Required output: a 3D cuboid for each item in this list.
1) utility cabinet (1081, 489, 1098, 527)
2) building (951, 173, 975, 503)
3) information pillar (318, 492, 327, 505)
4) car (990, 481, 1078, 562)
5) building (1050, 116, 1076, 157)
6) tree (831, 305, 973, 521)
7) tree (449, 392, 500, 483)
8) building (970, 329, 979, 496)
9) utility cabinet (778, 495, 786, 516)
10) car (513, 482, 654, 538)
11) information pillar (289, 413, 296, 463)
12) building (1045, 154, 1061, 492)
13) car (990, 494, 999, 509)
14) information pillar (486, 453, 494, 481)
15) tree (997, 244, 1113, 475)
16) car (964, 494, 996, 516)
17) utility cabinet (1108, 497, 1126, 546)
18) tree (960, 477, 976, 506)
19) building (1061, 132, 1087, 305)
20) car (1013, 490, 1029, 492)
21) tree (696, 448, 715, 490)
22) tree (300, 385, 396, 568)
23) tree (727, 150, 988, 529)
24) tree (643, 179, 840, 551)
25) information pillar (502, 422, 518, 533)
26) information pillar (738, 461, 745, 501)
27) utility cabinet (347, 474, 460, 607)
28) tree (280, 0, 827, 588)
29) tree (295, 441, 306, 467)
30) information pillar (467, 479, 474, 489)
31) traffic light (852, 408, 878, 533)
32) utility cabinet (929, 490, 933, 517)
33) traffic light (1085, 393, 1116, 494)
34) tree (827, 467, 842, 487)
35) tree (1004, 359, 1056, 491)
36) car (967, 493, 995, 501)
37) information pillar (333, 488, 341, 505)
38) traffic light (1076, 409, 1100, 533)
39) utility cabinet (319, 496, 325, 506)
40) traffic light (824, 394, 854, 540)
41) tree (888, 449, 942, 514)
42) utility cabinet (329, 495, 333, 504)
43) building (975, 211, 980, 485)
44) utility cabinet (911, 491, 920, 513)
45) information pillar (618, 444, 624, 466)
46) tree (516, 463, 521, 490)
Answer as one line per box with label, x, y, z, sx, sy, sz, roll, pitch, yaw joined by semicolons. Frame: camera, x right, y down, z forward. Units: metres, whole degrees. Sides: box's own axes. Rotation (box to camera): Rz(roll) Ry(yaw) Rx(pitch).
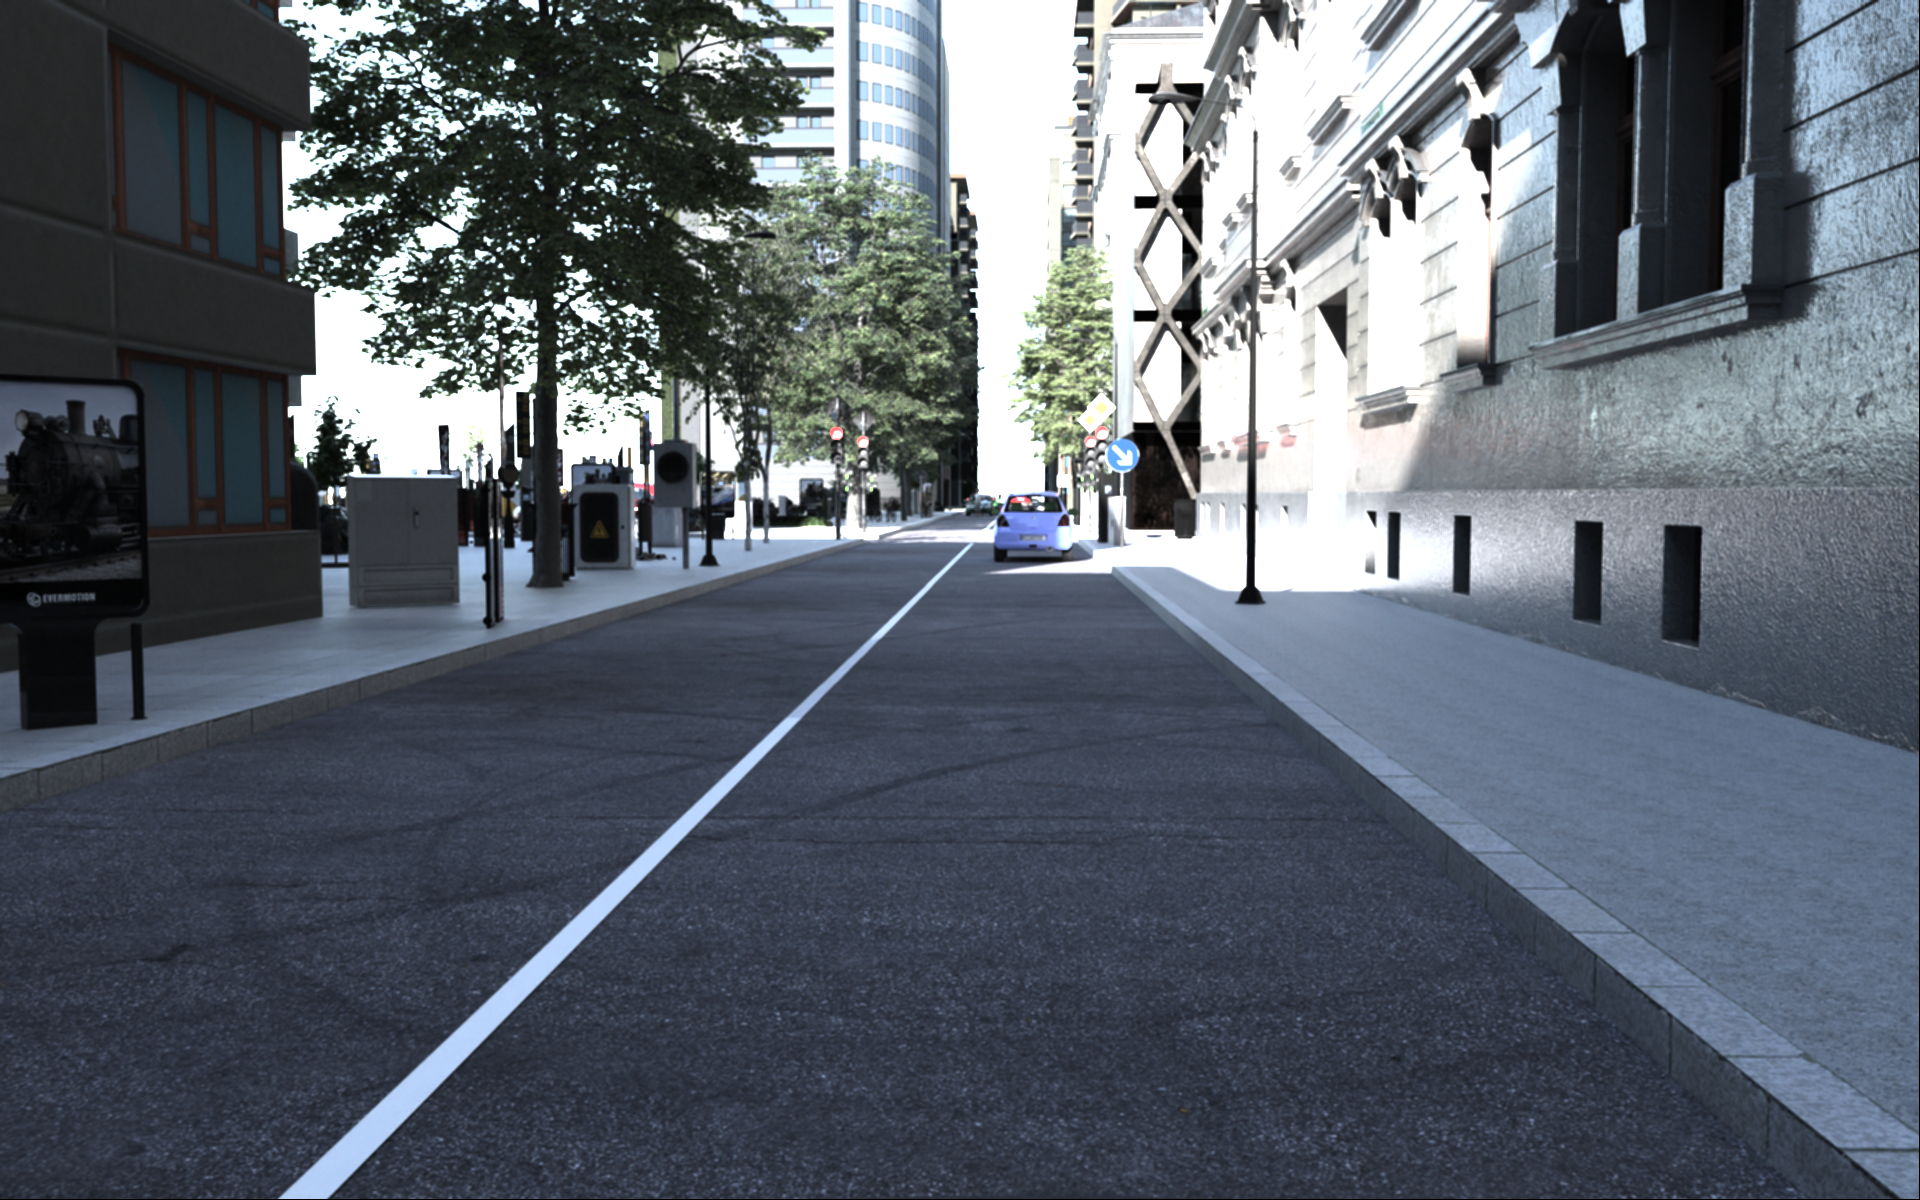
utility cabinet;5.236;-3.556;66.827;1.173;1.500;0.318;3;4;37
building;-9.794;-35.233;230.678;22.147;44.769;28.867;0;4;2
information pillar;-34.290;-6.218;93.025;0.504;3.616;0.183;-1;4;-9
car;1.620;-1.732;37.904;1.945;1.707;3.694;0;4;3
building;24.904;-44.876;275.715;21.231;58.520;28.212;0;4;2
tree;-3.025;-9.070;82.712;7.601;10.594;8.767;-1;4;-10
tree;-34.324;-10.530;122.531;4.737;8.622;4.395;0;3;0
building;-4.200;-31.208;281.956;14.160;30.474;14.107;0;4;2
utility cabinet;-8.706;-4.512;84.927;0.306;1.237;1.020;0;4;-1
car;-11.272;-2.771;53.971;5.304;1.827;2.281;0;4;3
information pillar;-19.507;-3.605;50.292;0.504;3.616;0.183;0;4;5
building;22.518;-37.480;236.498;21.300;48.544;21.600;0;4;2
car;2.511;-8.850;153.485;1.959;1.807;4.718;0;4;1
information pillar;-26.433;-6.516;97.894;0.183;3.616;0.504;0;4;1
tree;5.415;-9.870;79.510;7.486;12.596;7.792;0;3;0
car;1.329;-6.324;115.201;2.131;1.459;4.920;0;4;2
utility cabinet;3.916;-1.972;43.411;0.306;1.237;1.020;0;4;-4
tree;1.020;-12.206;194.166;1.663;3.219;1.824;0;3;0
building;18.502;-31.488;198.426;14.154;41.232;14.086;0;4;2
car;5.608;-9.146;158.204;2.281;1.827;5.304;0;4;3
tree;-16.670;-7.436;105.299;4.285;4.588;4.351;0;3;0
tree;-11.061;-2.191;30.431;1.663;3.219;1.824;0;3;0
tree;-3.995;-9.582;63.329;9.857;13.997;8.962;0;3;0
tree;-5.003;-5.416;38.907;4.360;8.622;3.978;0;3;0
information pillar;-14.692;-3.981;56.438;0.504;3.616;0.183;-3;5;-44
information pillar;-15.555;-8.059;123.114;0.504;3.616;0.183;-1;4;-17
utility cabinet;-6.351;-0.680;19.794;1.173;1.500;0.318;-3;4;-38
tree;-5.737;-6.475;23.989;7.486;12.596;7.792;0;3;0
tree;-35.231;-6.452;89.209;4.285;4.588;4.351;0;3;0
information pillar;-23.452;-4.805;83.057;0.304;2.012;0.304;-1;4;-22
traffic light;-3.134;-4.149;56.757;0.839;4.253;0.868;0;4;2
utility cabinet;-1.740;-5.347;96.106;0.318;1.500;1.173;1;4;10
traffic light;3.935;-3.646;48.528;0.839;4.253;0.868;0;4;2
tree;-8.342;-7.878;123.412;1.663;3.219;1.824;0;3;0
tree;12.737;-22.108;217.352;12.611;20.169;13.585;0;3;0
car;1.585;-7.340;129.050;2.155;1.783;4.494;0;4;3
information pillar;-36.602;-6.750;101.710;0.183;3.616;0.504;3;4;39
traffic light;4.223;-4.134;56.508;0.839;4.253;0.868;0;4;2
utility cabinet;-27.934;-3.929;75.408;0.306;1.237;1.020;-3;4;-36
traffic light;-3.422;-3.661;48.777;0.839;4.253;0.868;0;4;2
tree;-2.878;-7.799;111.227;4.285;4.588;4.351;0;3;0
utility cabinet;-47.306;-7.300;130.521;1.020;1.237;0.306;2;4;25
building;-8.289;-37.039;260.206;22.147;44.769;28.867;0;4;2
utility cabinet;-3.206;-6.416;113.579;1.173;1.500;0.318;1;4;15
information pillar;-15.829;-5.480;80.952;0.183;3.616;0.504;1;4;11
tree;-25.098;-6.418;99.536;1.663;3.219;1.824;0;3;0
